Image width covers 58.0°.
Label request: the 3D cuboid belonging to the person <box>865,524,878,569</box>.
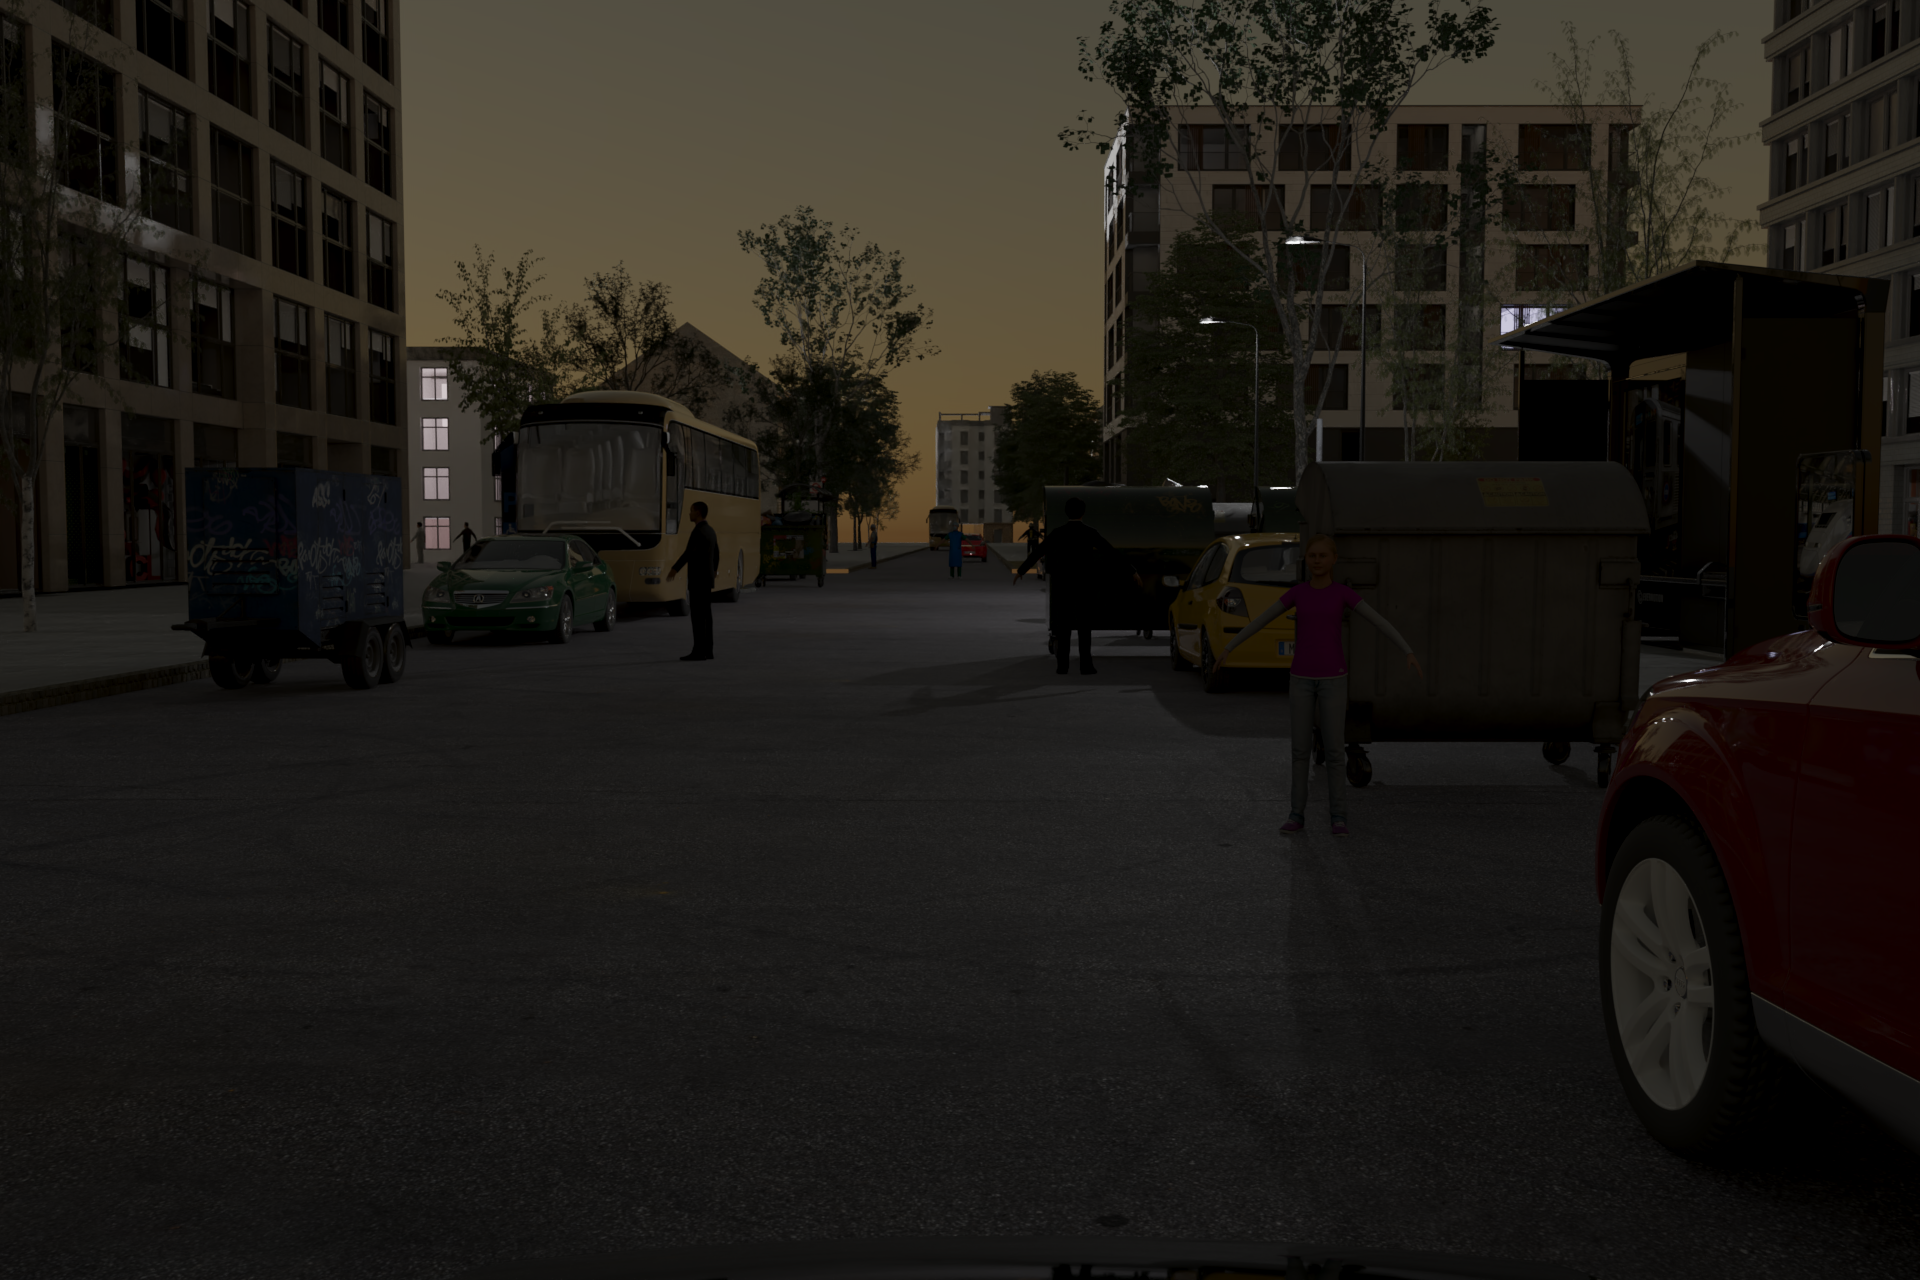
[{"bbox_3d":[-3.607,-3.864,71.492,0.705,1.847,1.347,1,4,14],"label":"person"}]

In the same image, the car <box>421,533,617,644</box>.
[{"bbox_3d":[-6.031,-0.754,24.128,2.131,1.459,4.920,0,4,0],"label":"car"}]

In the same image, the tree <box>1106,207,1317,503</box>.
[{"bbox_3d":[8.841,-8.746,61.122,7.486,12.596,7.792,0,3,0],"label":"tree"}]

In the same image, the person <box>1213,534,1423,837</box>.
[{"bbox_3d":[1.696,0.213,8.243,0.991,1.433,0.599,1,4,22],"label":"person"}]

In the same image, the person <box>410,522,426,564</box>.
[{"bbox_3d":[-23.559,-4.238,75.471,0.705,1.806,1.347,0,4,7],"label":"person"}]

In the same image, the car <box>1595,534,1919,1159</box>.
[{"bbox_3d":[2.642,0.384,2.388,2.281,1.827,5.304,0,4,-1],"label":"car"}]

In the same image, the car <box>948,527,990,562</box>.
[{"bbox_3d":[0.462,-4.884,88.890,2.155,1.783,4.494,0,4,-1],"label":"car"}]

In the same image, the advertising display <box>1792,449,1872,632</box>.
[{"bbox_3d":[6.837,-0.514,13.622,0.123,1.923,0.974,0,4,1],"label":"advertising display"}]

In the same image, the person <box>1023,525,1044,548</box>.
[{"bbox_3d":[4.262,-5.662,98.703,1.348,1.813,0.705,-1,4,-9],"label":"person"}]

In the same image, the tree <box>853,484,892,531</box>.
[{"bbox_3d":[-7.992,-13.262,167.197,4.360,8.622,3.978,0,3,0],"label":"tree"}]

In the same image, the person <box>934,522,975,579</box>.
[{"bbox_3d":[-0.151,-2.850,55.185,1.347,1.817,0.704,1,4,15],"label":"person"}]

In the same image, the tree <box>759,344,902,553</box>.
[{"bbox_3d":[-8.612,-12.829,116.409,9.857,13.997,8.962,0,3,0],"label":"tree"}]

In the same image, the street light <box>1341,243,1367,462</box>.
[{"bbox_3d":[6.843,-3.336,27.091,1.470,5.913,1.316,0,4,0],"label":"street light"}]

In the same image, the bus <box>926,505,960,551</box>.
[{"bbox_3d":[-1.391,-9.850,152.599,2.896,3.916,12.252,0,4,0],"label":"bus"}]

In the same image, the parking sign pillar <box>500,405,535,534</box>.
[{"bbox_3d":[-9.042,-2.878,35.526,1.447,3.967,1.447,0,4,0],"label":"parking sign pillar"}]

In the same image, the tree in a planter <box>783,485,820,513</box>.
[{"bbox_3d":[-5.931,-4.043,63.323,1.991,3.239,1.994,0,4,1],"label":"tree in a planter"}]

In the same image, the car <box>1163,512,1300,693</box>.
[{"bbox_3d":[3.056,-0.414,16.997,2.015,1.641,3.980,0,4,1],"label":"car"}]

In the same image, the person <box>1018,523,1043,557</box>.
[{"bbox_3d":[3.562,-4.955,86.789,1.354,1.856,0.705,0,4,3],"label":"person"}]

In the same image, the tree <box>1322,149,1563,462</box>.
[{"bbox_3d":[8.738,-5.109,33.887,4.360,8.622,3.978,0,3,0],"label":"tree"}]

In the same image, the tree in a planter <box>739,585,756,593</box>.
[{"bbox_3d":[-6.116,-2.797,42.952,1.991,3.239,1.994,0,4,0],"label":"tree in a planter"}]

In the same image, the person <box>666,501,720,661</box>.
[{"bbox_3d":[-2.981,-0.675,19.720,0.704,1.802,1.346,1,4,13],"label":"person"}]

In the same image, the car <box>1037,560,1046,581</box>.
[{"bbox_3d":[3.421,-2.565,54.302,2.083,1.381,4.827,0,4,-1],"label":"car"}]

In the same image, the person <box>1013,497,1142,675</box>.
[{"bbox_3d":[1.186,-0.556,17.736,1.347,1.806,0.705,1,4,14],"label":"person"}]

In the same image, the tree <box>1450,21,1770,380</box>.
[{"bbox_3d":[9.805,-4.549,24.737,4.360,8.622,3.978,0,3,0],"label":"tree"}]

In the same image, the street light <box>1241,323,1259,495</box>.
[{"bbox_3d":[6.916,-3.957,37.230,1.470,5.913,1.316,0,4,1],"label":"street light"}]

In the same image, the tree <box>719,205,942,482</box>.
[{"bbox_3d":[-7.457,-14.828,98.321,12.611,20.169,13.585,0,3,0],"label":"tree"}]

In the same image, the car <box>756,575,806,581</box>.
[{"bbox_3d":[-5.825,-2.698,54.342,2.015,1.641,3.980,0,4,1],"label":"car"}]

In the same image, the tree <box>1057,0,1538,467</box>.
[{"bbox_3d":[8.933,-11.615,45.788,12.611,20.169,13.585,0,3,0],"label":"tree"}]

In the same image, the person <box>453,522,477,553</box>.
[{"bbox_3d":[-21.800,-4.302,76.477,0.704,1.812,1.346,2,4,33],"label":"person"}]

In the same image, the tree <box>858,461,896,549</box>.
[{"bbox_3d":[-8.086,-12.339,152.112,4.360,8.622,3.978,0,3,0],"label":"tree"}]

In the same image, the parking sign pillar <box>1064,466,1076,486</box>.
[{"bbox_3d":[4.384,-4.954,69.472,1.447,3.967,1.447,0,4,0],"label":"parking sign pillar"}]

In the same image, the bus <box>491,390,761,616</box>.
[{"bbox_3d":[-5.872,-2.559,33.391,2.896,3.916,12.252,0,4,1],"label":"bus"}]
